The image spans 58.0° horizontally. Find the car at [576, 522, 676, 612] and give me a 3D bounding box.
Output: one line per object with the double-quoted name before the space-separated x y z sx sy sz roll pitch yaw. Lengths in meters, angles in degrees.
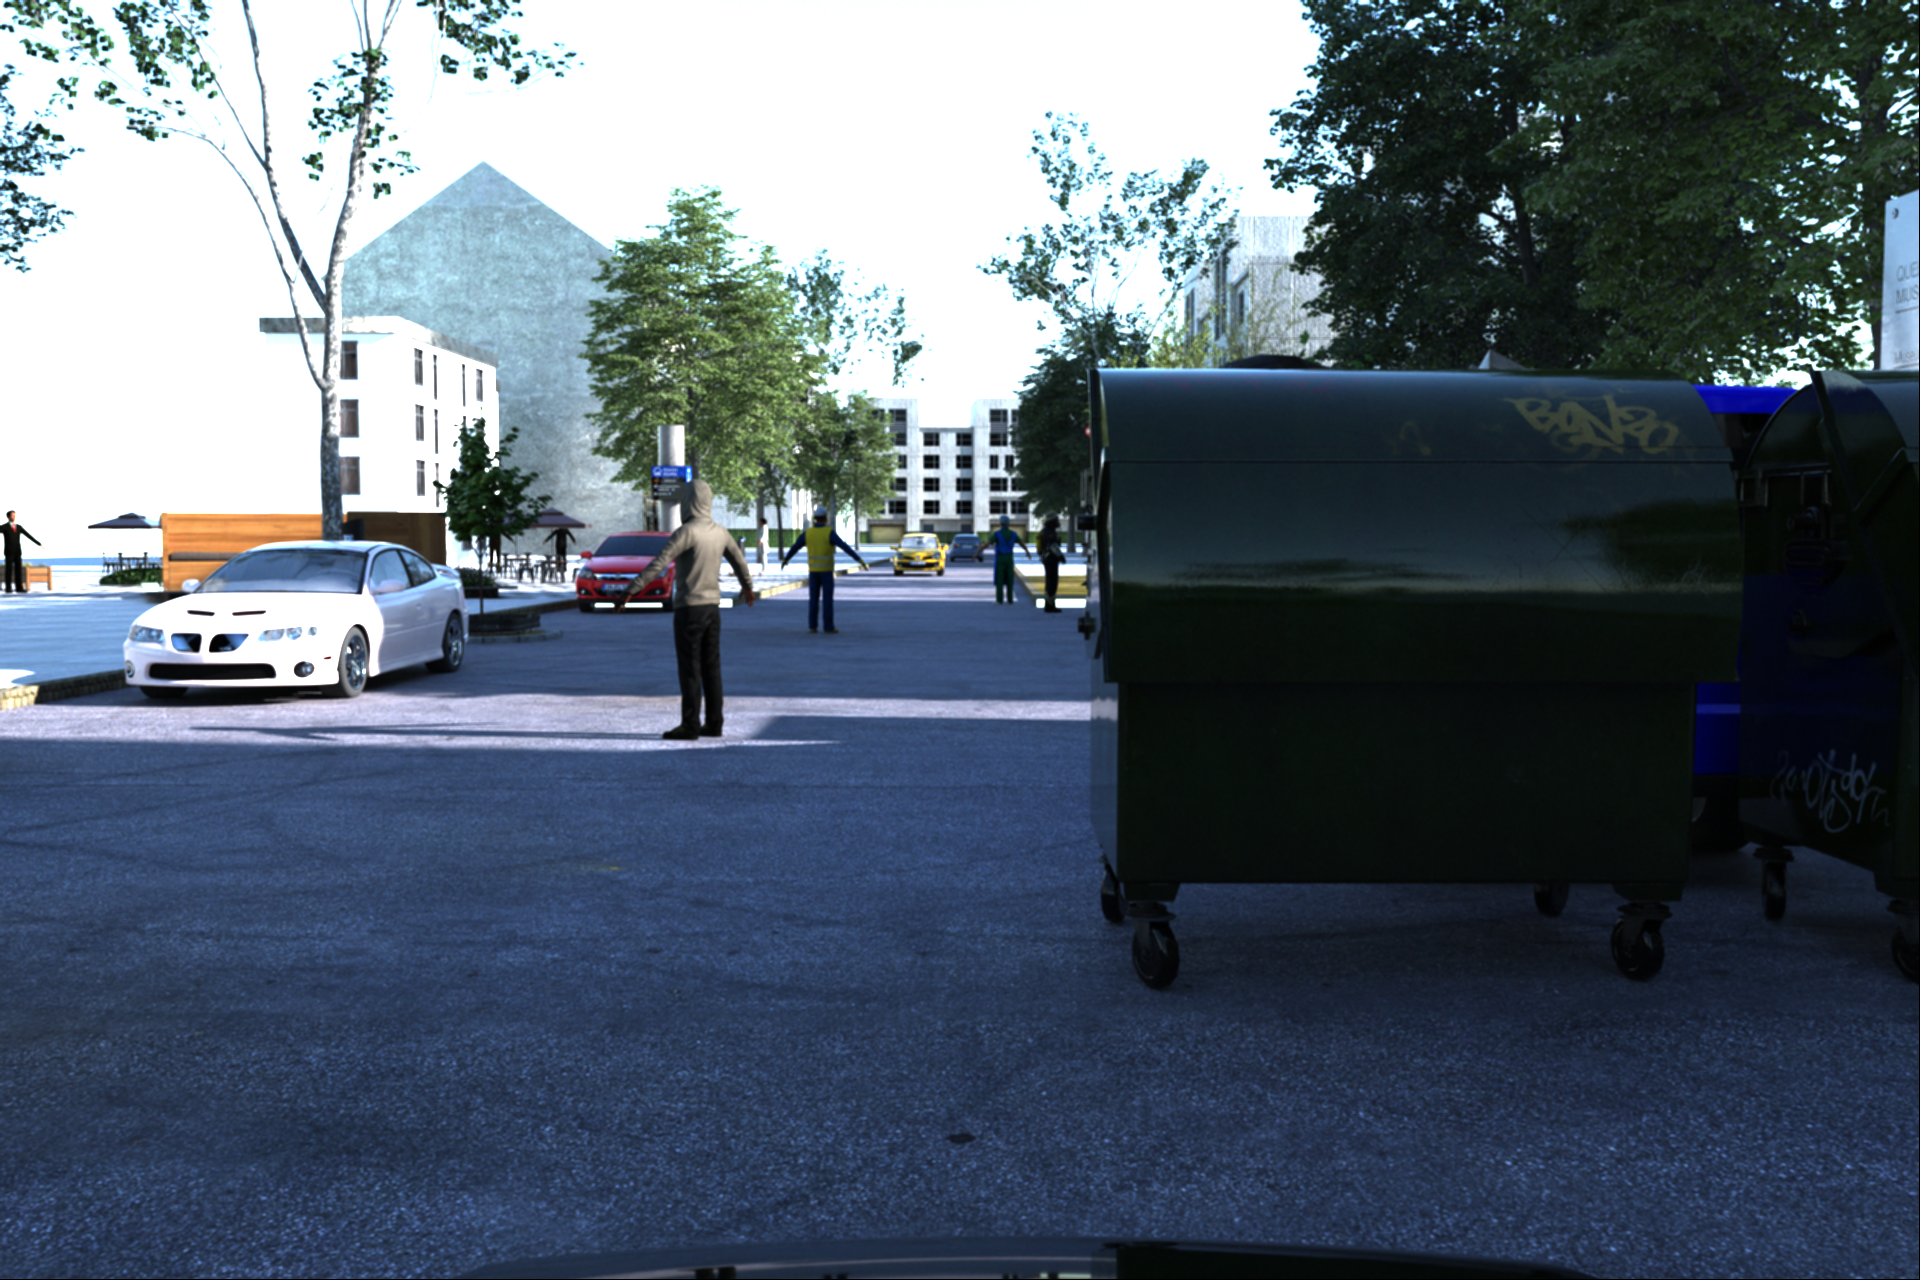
"car" -6.086 -1.477 33.186 2.155 1.783 4.494 0 4 1

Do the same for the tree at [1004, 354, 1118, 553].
"tree" 7.615 -13.007 119.321 9.857 13.997 8.962 0 3 0

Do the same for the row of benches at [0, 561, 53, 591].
"row of benches" -22.660 -1.506 40.084 4.104 0.672 1.422 2 4 26

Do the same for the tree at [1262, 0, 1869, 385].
"tree" 9.661 -7.435 28.226 9.857 13.997 8.962 0 3 0

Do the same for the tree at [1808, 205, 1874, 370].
"tree" 19.261 -5.235 35.957 4.360 8.622 3.978 0 3 0

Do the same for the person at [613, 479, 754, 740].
"person" -1.865 -0.219 12.161 0.705 1.813 1.348 2 4 35

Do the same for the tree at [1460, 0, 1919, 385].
"tree" 8.668 -6.026 16.659 7.486 12.596 7.792 0 3 0

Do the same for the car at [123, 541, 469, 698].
"car" -6.177 -0.262 16.642 2.083 1.381 4.827 0 4 1

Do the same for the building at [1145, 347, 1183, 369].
"building" 27.463 -18.616 170.835 16.747 18.905 31.486 0 4 1

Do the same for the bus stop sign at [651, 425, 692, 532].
"bus stop sign" -7.002 -3.247 42.104 0.837 3.901 0.837 0 4 1

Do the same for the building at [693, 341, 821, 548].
"building" -23.611 -18.819 174.145 16.747 18.905 31.486 0 3 0

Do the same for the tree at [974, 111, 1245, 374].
"tree" 5.860 -13.702 79.915 12.611 20.169 13.585 0 3 0

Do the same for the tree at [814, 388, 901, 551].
"tree" -8.124 -13.204 134.016 7.486 12.596 7.792 0 3 0

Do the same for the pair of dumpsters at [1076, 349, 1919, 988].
"pair of dumpsters" 2.616 -0.061 5.946 4.436 2.255 1.574 0 3 0

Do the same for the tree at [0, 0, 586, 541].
"tree" -12.734 -10.844 33.185 12.611 20.169 13.585 0 3 0

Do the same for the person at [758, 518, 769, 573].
"person" -6.561 -3.141 57.540 0.705 1.806 1.347 0 4 -5

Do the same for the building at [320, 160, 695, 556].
"building" -27.985 -17.154 111.403 19.493 23.208 18.063 0 3 0

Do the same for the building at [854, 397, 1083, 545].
"building" 1.695 -22.130 230.747 31.486 18.905 16.747 0 4 -3

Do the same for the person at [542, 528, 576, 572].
"person" -13.545 -3.229 58.730 0.705 1.837 1.347 3 5 41

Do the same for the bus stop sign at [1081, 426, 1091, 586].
"bus stop sign" 3.439 -3.319 42.976 0.855 3.939 0.416 0 4 1

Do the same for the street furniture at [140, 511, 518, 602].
"street furniture" -12.638 -1.843 36.987 9.812 1.723 11.010 -2 4 -26

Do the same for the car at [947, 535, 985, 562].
"car" 0.341 -4.821 90.829 2.014 1.417 4.499 0 4 0

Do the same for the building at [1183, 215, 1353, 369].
"building" 23.536 -14.570 104.680 16.747 18.905 31.486 0 4 1

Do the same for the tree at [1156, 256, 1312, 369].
"tree" 7.766 -5.806 45.288 4.360 8.622 3.978 0 3 0

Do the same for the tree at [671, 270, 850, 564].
"tree" -8.567 -9.558 74.400 7.486 12.596 7.792 0 3 0

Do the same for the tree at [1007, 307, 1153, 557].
"tree" 7.324 -11.713 98.171 9.857 13.997 8.962 0 3 0

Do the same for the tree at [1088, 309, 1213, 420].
"tree" 6.518 -6.523 57.010 4.737 8.622 4.395 0 3 0

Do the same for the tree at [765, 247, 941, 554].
"tree" -7.668 -15.703 112.641 12.611 20.169 13.585 0 3 0

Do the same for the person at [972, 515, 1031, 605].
"person" 0.885 -1.630 35.230 1.347 1.817 0.704 -2 4 -27

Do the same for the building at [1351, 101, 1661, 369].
"building" 23.983 -13.815 82.303 16.016 20.090 11.380 0 4 1

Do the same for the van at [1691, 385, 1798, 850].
"van" 2.657 -0.313 9.509 2.240 2.365 5.245 0 4 1

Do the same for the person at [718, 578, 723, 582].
"person" -6.482 -2.277 46.488 0.599 1.433 0.991 1 4 21

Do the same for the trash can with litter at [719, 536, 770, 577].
"trash can with litter" -6.553 -2.571 53.100 1.678 1.210 2.233 0 4 2

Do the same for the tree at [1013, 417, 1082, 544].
"tree" 8.094 -11.937 129.581 8.767 10.594 7.601 0 4 5

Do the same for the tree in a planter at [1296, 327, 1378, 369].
"tree in a planter" 3.043 -1.090 15.048 1.991 3.239 1.994 0 4 2

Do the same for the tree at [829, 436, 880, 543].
"tree" -8.454 -10.682 125.008 4.360 8.622 3.978 0 3 0

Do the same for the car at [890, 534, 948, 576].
"car" -1.405 -3.077 60.528 2.015 1.641 3.980 0 4 1

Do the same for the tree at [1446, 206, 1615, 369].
"tree" 12.297 -5.360 37.993 4.360 8.622 3.978 0 3 0

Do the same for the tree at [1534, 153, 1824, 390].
"tree" 18.676 -7.353 45.985 9.928 11.665 9.643 0 3 0

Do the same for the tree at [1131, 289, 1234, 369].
"tree" 6.837 -6.203 51.774 4.737 8.622 4.395 0 3 0

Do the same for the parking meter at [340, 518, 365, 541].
"parking meter" -9.602 -1.161 27.389 0.372 1.533 0.369 0 3 0

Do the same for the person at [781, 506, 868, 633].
"person" -1.999 -1.019 25.079 1.349 1.833 0.705 1 4 17

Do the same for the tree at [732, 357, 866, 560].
"tree" -8.720 -9.193 84.725 8.767 10.594 7.601 0 4 -1

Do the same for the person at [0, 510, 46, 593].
"person" -20.583 -1.926 37.670 0.705 1.806 1.347 2 4 32

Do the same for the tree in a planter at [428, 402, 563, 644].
"tree in a planter" -6.538 -1.611 23.569 1.991 3.239 1.994 0 4 1

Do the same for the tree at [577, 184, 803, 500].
"tree" -8.799 -8.460 56.444 7.486 12.596 7.792 0 3 0

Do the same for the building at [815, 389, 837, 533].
"building" -24.396 -22.735 202.652 19.493 23.208 18.063 0 3 0

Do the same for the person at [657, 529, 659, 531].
"person" -7.661 -2.370 45.477 1.216 1.740 0.721 1 4 16

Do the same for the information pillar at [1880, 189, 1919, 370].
"information pillar" 6.599 -1.236 11.518 0.184 3.620 1.656 0 4 1

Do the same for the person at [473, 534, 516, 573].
"person" -15.257 -3.098 56.792 1.346 1.812 0.704 -1 4 -14

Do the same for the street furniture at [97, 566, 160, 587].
"street furniture" -19.641 -1.917 46.963 5.734 0.657 10.072 -1 4 -9

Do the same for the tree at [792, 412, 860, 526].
"tree" -7.920 -9.079 98.803 4.737 8.622 4.395 0 3 0

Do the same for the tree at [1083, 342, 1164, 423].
"tree" 6.794 -7.165 67.511 4.737 8.622 4.395 0 3 0

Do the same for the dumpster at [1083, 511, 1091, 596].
"dumpster" 3.126 -1.359 30.444 1.865 1.857 1.264 0 4 0

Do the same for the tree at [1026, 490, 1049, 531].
"tree" 7.376 -11.428 137.208 4.360 8.622 3.978 0 3 0

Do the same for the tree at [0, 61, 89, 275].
"tree" -12.221 -5.023 16.537 8.767 10.594 7.601 3 5 40

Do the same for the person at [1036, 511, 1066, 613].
"person" 1.702 -1.435 31.700 0.705 1.856 1.354 0 4 -7

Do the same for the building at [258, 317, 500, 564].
"building" -26.124 -8.500 81.125 9.099 9.664 28.070 0 4 1
